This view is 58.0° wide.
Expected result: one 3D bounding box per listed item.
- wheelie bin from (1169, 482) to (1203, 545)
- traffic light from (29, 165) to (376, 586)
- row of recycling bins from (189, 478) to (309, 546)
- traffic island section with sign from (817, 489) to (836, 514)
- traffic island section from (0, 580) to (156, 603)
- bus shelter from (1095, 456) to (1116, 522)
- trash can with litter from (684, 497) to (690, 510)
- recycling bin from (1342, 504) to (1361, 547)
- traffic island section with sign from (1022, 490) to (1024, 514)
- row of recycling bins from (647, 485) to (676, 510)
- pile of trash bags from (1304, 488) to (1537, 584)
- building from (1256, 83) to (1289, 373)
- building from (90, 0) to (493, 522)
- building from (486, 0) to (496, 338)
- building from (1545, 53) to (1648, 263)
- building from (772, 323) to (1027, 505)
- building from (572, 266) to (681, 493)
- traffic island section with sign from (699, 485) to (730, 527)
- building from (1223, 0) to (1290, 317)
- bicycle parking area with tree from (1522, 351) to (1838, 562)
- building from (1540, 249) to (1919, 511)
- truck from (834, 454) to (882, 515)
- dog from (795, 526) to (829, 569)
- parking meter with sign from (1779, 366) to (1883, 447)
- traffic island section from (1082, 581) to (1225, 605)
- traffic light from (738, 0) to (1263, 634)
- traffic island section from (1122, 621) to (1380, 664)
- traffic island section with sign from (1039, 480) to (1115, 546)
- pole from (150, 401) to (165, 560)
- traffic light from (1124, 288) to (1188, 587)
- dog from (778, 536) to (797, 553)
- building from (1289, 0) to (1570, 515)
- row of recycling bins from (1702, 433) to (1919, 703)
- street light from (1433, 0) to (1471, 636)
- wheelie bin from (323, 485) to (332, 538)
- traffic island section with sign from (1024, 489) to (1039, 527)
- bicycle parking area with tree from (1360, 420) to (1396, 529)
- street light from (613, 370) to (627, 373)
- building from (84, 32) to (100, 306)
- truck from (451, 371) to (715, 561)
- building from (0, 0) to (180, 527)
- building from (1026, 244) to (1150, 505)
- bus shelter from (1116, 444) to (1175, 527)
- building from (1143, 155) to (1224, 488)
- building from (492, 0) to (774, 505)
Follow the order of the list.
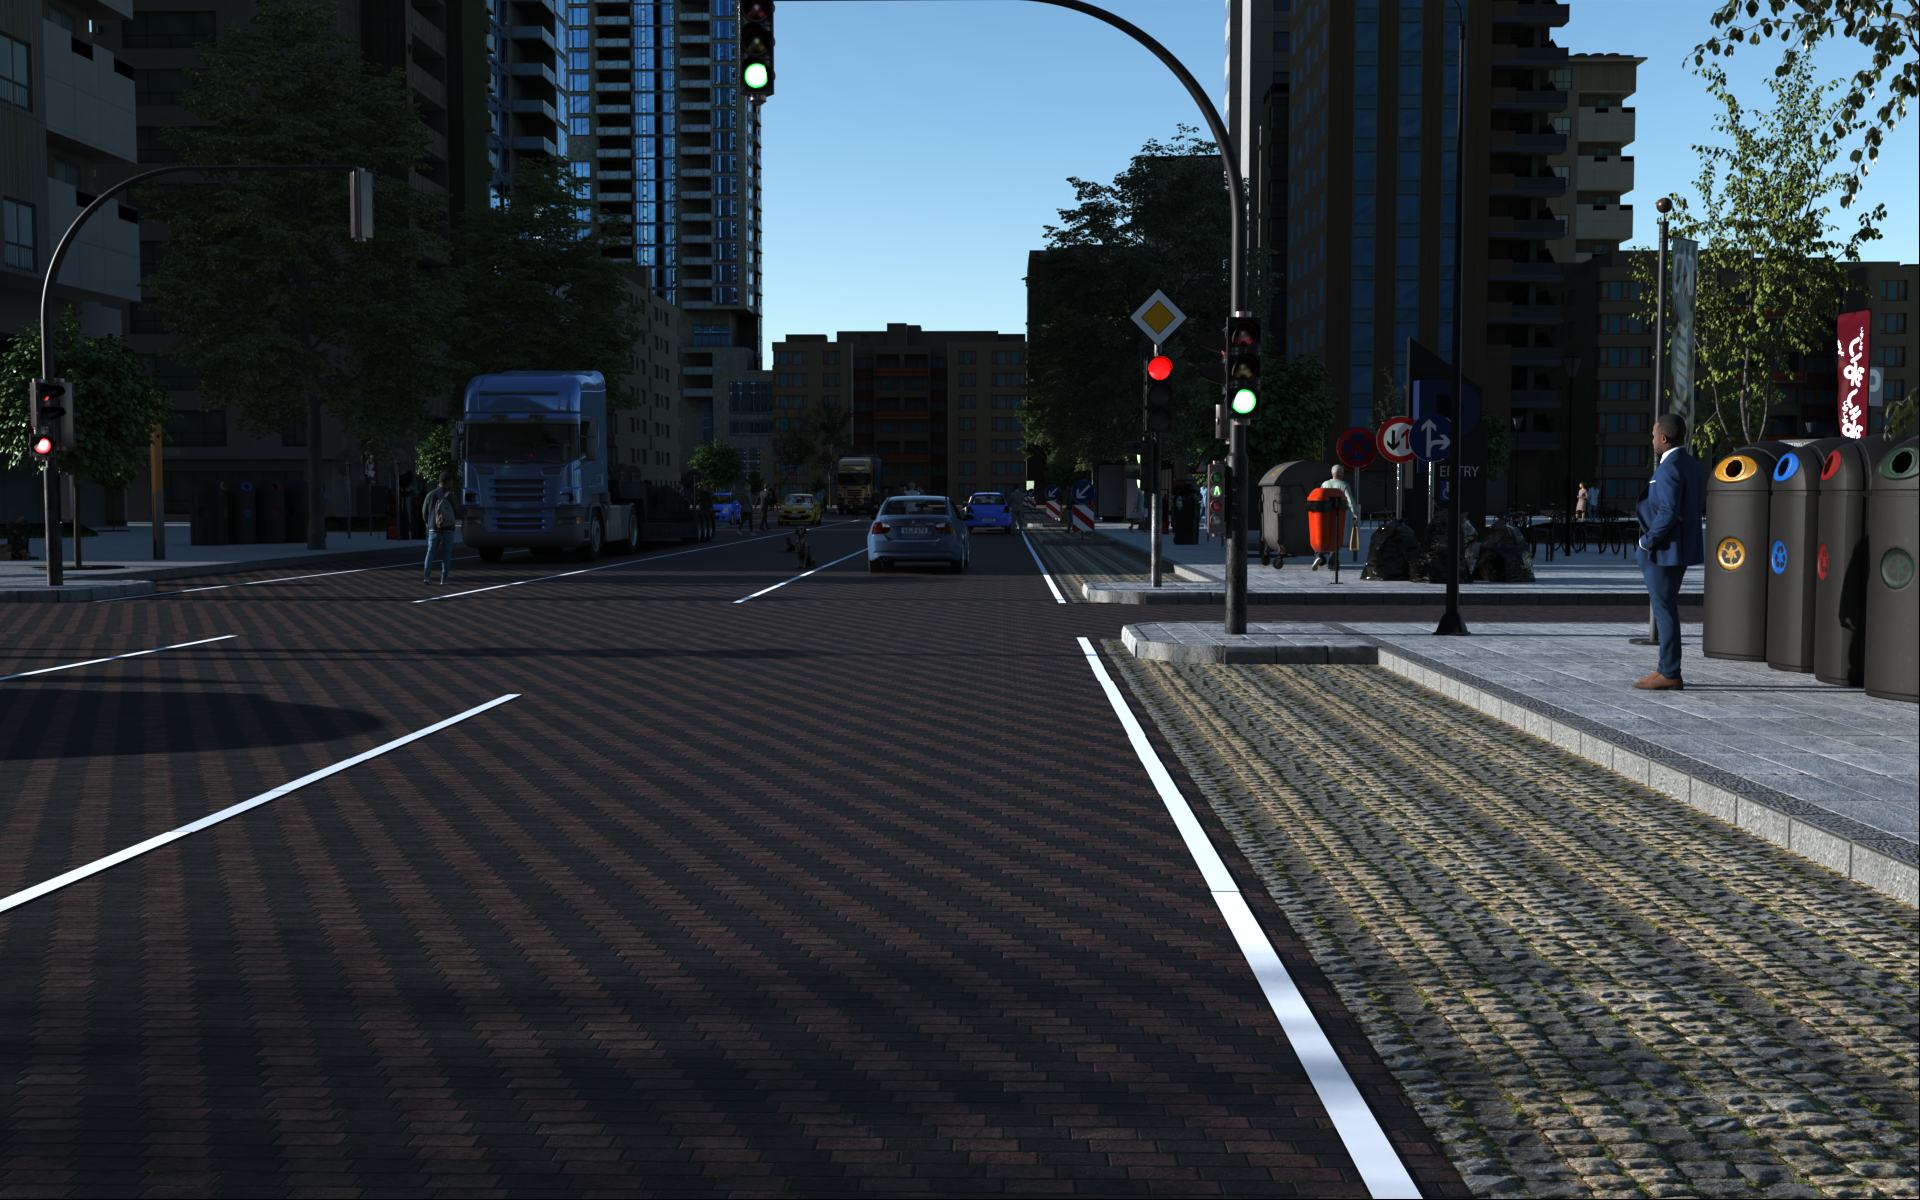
[{"bbox_3d":[5.789,-2.208,44.017,0.693,1.594,0.980,1,4,20],"label":"wheelie bin"},{"bbox_3d":[-10.571,-3.025,24.134,4.771,5.953,1.251,0,4,1],"label":"traffic light"},{"bbox_3d":[-18.216,-2.293,44.602,1.069,1.692,3.534,2,4,29],"label":"row of recycling bins"},{"bbox_3d":[-10.029,-7.179,126.008,1.989,1.847,2.006,0,4,1],"label":"traffic island section with sign"},{"bbox_3d":[-12.704,-0.122,24.283,2.009,0.180,2.903,0,4,1],"label":"traffic island section"},{"bbox_3d":[7.052,-5.108,77.445,2.014,3.302,5.546,0,4,1],"label":"bus shelter"},{"bbox_3d":[-13.844,-4.726,88.661,1.055,1.170,0.624,-1,4,-10],"label":"trash can with litter"},{"bbox_3d":[9.227,-1.805,42.061,0.722,1.027,0.722,-2,4,-26],"label":"recycling bin"},{"bbox_3d":[5.084,-7.166,125.788,1.989,1.847,2.006,0,4,1],"label":"traffic island section with sign"},{"bbox_3d":[-14.326,-4.515,80.931,1.069,1.692,3.534,-2,4,-35],"label":"row of recycling bins"},{"bbox_3d":[6.601,-0.958,25.414,3.447,1.369,1.912,-1,4,-21],"label":"pile of trash bags"},{"bbox_3d":[28.345,-21.618,125.162,14.160,30.474,14.107,0,4,1],"label":"building"},{"bbox_3d":[-31.635,-19.106,84.083,14.160,30.474,14.107,0,4,1],"label":"building"},{"bbox_3d":[-37.973,-48.985,113.571,22.319,86.520,31.000,0,4,1],"label":"building"},{"bbox_3d":[65.335,-37.901,208.913,27.495,52.752,28.713,0,4,1],"label":"building"},{"bbox_3d":[-6.558,-22.349,210.440,28.899,21.520,27.650,0,4,1],"label":"building"},{"bbox_3d":[-40.892,-18.539,148.155,28.899,21.520,27.650,0,4,1],"label":"building"},{"bbox_3d":[-11.183,-4.136,76.258,1.989,1.847,2.006,0,4,1],"label":"traffic island section with sign"},{"bbox_3d":[32.808,-36.901,145.329,21.231,58.520,28.212,0,4,1],"label":"building"},{"bbox_3d":[15.204,-2.963,35.448,8.231,4.147,9.016,1,4,23],"label":"bicycle parking area with tree"},{"bbox_3d":[63.402,-18.382,145.580,28.899,21.520,27.650,0,4,1],"label":"building"},{"bbox_3d":[-7.138,-8.208,123.121,2.839,4.237,11.283,0,4,1],"label":"truck"},{"bbox_3d":[-2.888,-1.022,33.550,0.800,0.831,0.513,-2,4,-29],"label":"dog"},{"bbox_3d":[11.957,-1.722,24.412,0.543,3.016,1.738,-2,4,-34],"label":"parking meter with sign"},{"bbox_3d":[2.733,-0.100,23.923,2.009,0.180,2.903,0,4,1],"label":"traffic island section"},{"bbox_3d":[0.416,-2.512,15.734,4.771,5.953,1.251,0,4,1],"label":"traffic light"},{"bbox_3d":[2.549,0.388,15.940,2.009,0.180,2.903,0,4,1],"label":"traffic island section"},{"bbox_3d":[3.311,-2.445,48.597,1.989,1.847,2.006,0,4,1],"label":"traffic island section with sign"},{"bbox_3d":[-15.652,-2.441,33.754,0.158,3.312,0.155,0,3,0],"label":"pole"},{"bbox_3d":[2.694,-2.134,23.810,0.839,4.253,0.868,0,4,1],"label":"traffic light"},{"bbox_3d":[-4.100,-1.363,42.483,0.550,0.427,0.748,-2,4,-27],"label":"dog"},{"bbox_3d":[28.784,-28.072,109.080,14.600,45.320,14.200,0,4,1],"label":"building"},{"bbox_3d":[6.285,-0.312,12.207,1.069,1.692,3.534,0,4,3],"label":"row of recycling bins"},{"bbox_3d":[3.950,-2.637,15.654,1.470,5.913,1.316,0,4,1],"label":"street light"},{"bbox_3d":[-18.695,-2.582,50.124,0.980,1.594,0.693,-1,4,-12],"label":"wheelie bin"},{"bbox_3d":[3.923,-4.093,75.546,1.989,1.847,2.006,0,4,1],"label":"traffic island section with sign"},{"bbox_3d":[18.364,-4.788,65.288,9.016,4.147,8.231,-3,4,-37],"label":"bicycle parking area with tree"},{"bbox_3d":[-13.116,-5.664,65.150,1.470,5.913,1.316,0,4,1],"label":"street light"},{"bbox_3d":[-67.385,-27.765,145.836,23.993,40.220,32.217,0,4,1],"label":"building"},{"bbox_3d":[-8.820,-3.296,43.656,2.967,4.110,18.799,0,4,1],"label":"truck"},{"bbox_3d":[-45.051,-28.484,54.956,28.713,52.752,27.495,0,4,1],"label":"building"},{"bbox_3d":[14.835,-26.400,203.339,14.107,30.474,14.160,0,4,1],"label":"building"},{"bbox_3d":[7.633,-4.655,70.040,2.014,3.302,5.546,0,4,1],"label":"bus shelter"},{"bbox_3d":[28.932,-31.761,202.883,14.086,41.232,14.154,0,4,1],"label":"building"},{"bbox_3d":[-36.759,-54.692,206.880,31.000,86.520,22.319,0,4,1],"label":"building"}]
